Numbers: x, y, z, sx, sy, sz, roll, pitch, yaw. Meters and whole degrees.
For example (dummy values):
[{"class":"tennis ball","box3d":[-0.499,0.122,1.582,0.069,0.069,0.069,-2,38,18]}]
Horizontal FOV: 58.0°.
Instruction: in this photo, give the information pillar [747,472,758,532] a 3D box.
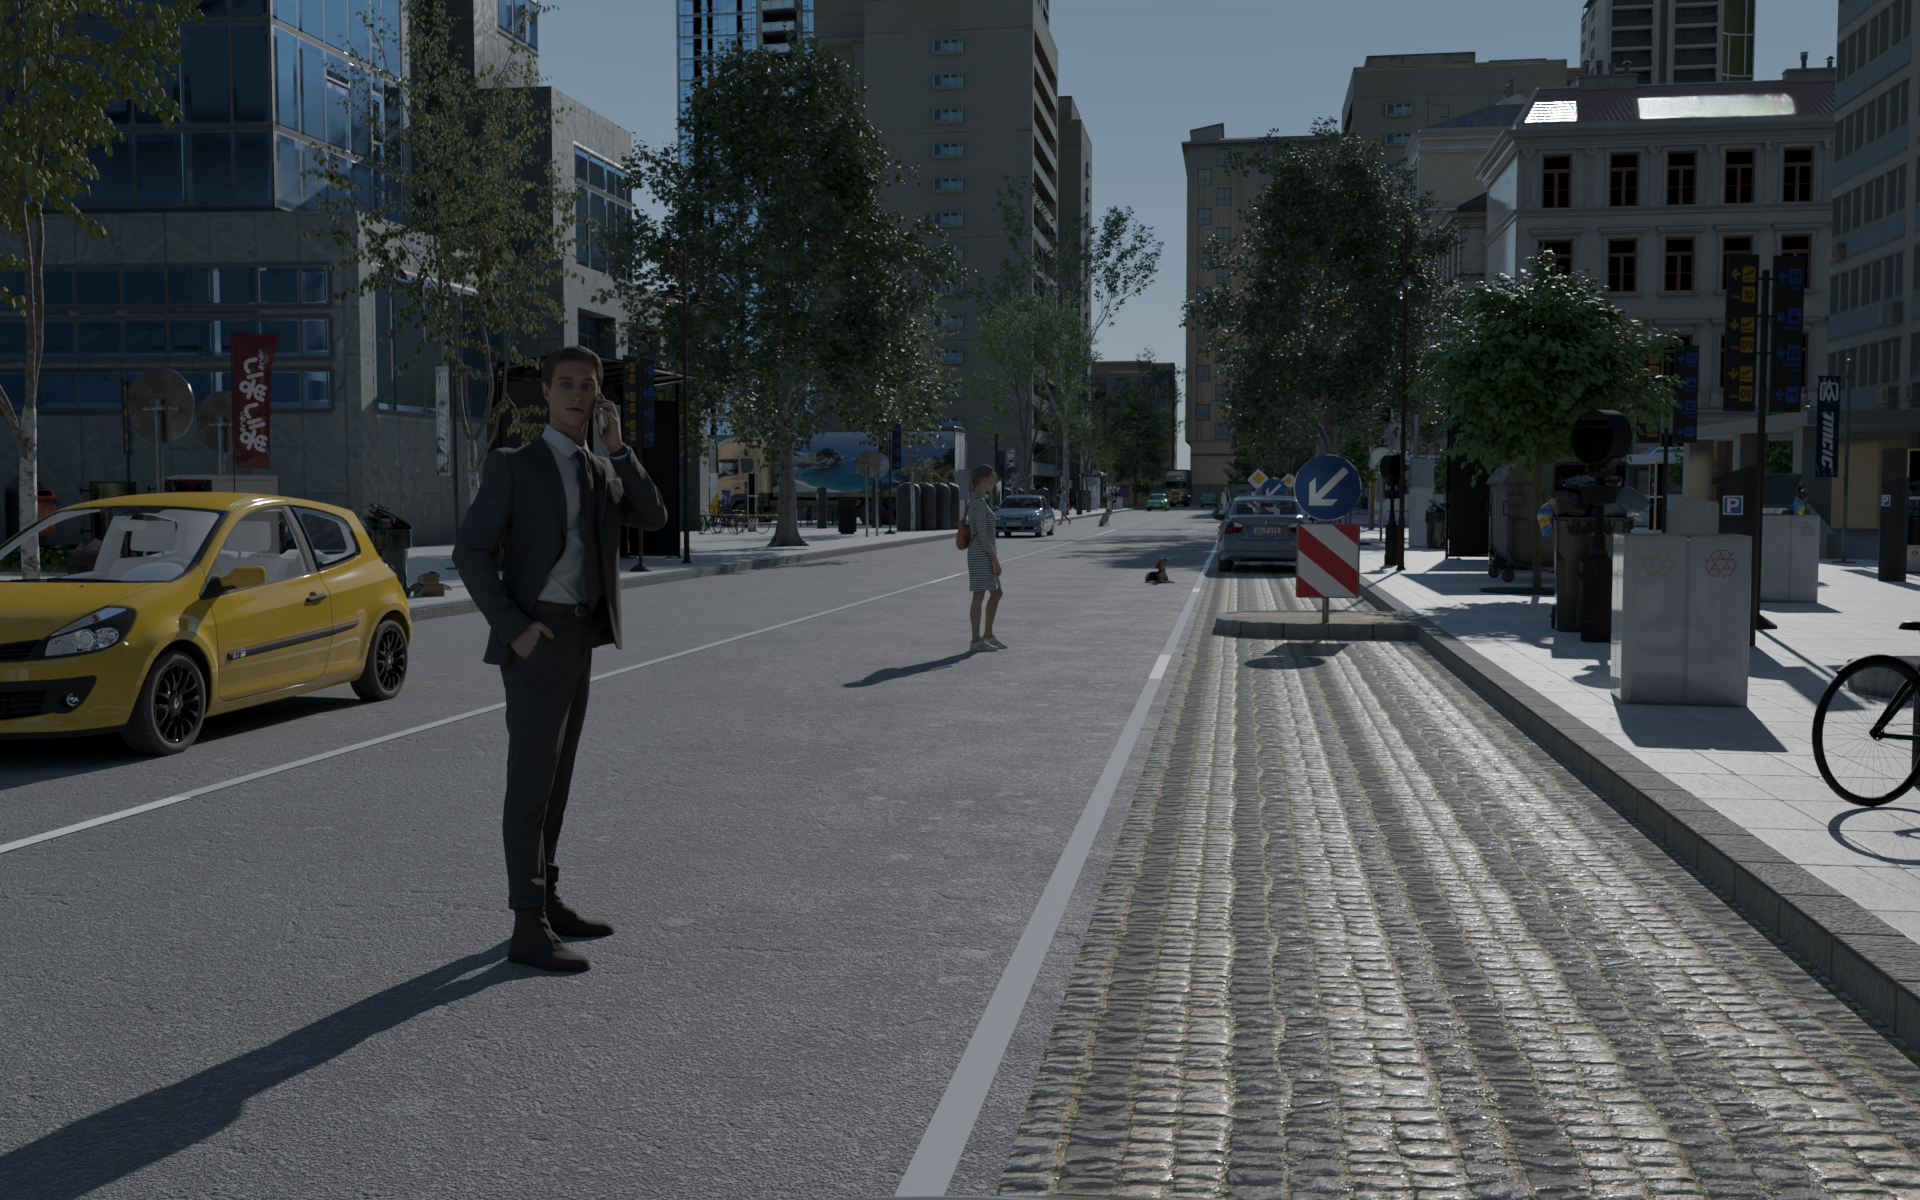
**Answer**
[{"class":"information pillar","box3d":[-7.055,-3.329,58.920,0.304,2.012,0.304,0,4,4]}]

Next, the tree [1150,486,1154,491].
[{"class":"tree","box3d":[23.041,-13.448,214.478,1.663,3.219,1.824,0,3,0]}]

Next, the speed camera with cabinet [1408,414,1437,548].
[{"class":"speed camera with cabinet","box3d":[11.282,-2.930,42.234,0.660,3.252,2.038,1,4,16]}]

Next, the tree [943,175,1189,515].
[{"class":"tree","box3d":[4.988,-15.218,104.701,12.611,20.169,13.585,0,3,0]}]

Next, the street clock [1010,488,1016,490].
[{"class":"street clock","box3d":[3.811,-7.341,124.602,0.358,2.002,0.471,3,4,36]}]

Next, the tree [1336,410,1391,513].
[{"class":"tree","box3d":[26.412,-10.056,114.770,4.737,8.622,4.395,0,3,0]}]

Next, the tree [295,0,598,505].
[{"class":"tree","box3d":[-6.835,-4.501,23.955,4.360,8.622,3.978,0,3,0]}]

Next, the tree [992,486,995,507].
[{"class":"tree","box3d":[2.776,-8.909,140.270,1.663,3.219,1.824,0,3,0]}]

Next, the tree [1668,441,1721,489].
[{"class":"tree","box3d":[22.812,-3.624,53.857,1.663,3.219,1.824,0,3,0]}]

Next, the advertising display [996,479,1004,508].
[{"class":"advertising display","box3d":[1.760,-4.350,76.341,0.123,1.923,0.974,-1,4,-13]}]

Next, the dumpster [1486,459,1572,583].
[{"class":"dumpster","box3d":[8.553,-1.216,25.636,1.264,1.857,1.865,1,4,9]}]

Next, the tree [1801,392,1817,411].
[{"class":"tree","box3d":[26.428,-4.353,54.879,4.285,4.588,4.351,0,3,0]}]

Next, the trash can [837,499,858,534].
[{"class":"trash can","box3d":[-3.612,-2.684,55.541,0.748,1.137,0.748,0,3,0]}]

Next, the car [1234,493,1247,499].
[{"class":"car","box3d":[27.437,-9.677,167.022,1.959,1.807,4.718,1,4,9]}]

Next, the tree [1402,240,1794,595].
[{"class":"tree","box3d":[7.514,-2.381,22.639,4.285,4.588,4.351,0,3,0]}]

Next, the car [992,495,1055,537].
[{"class":"car","box3d":[2.161,-2.862,58.802,2.014,1.417,4.499,1,4,11]}]

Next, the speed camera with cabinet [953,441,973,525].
[{"class":"speed camera with cabinet","box3d":[-0.028,-4.341,65.307,0.660,3.252,2.038,0,4,-5]}]

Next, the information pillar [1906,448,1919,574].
[{"class":"information pillar","box3d":[15.436,-1.435,27.946,0.304,2.012,0.304,2,4,32]}]

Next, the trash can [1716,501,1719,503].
[{"class":"trash can","box3d":[15.859,-1.455,35.436,0.748,1.137,0.748,0,3,0]}]

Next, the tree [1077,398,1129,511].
[{"class":"tree","box3d":[10.527,-11.094,131.741,4.737,8.622,4.395,0,3,0]}]

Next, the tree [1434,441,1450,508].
[{"class":"tree","box3d":[17.351,-4.120,61.969,1.663,3.219,1.824,0,3,0]}]

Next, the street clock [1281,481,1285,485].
[{"class":"street clock","box3d":[17.599,-5.510,94.660,0.358,2.002,0.471,1,4,21]}]

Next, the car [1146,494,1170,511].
[{"class":"car","box3d":[16.647,-8.362,145.509,1.959,1.807,4.718,1,4,10]}]

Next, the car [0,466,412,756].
[{"class":"car","box3d":[-4.973,-0.035,10.790,2.015,1.641,3.980,0,4,8]}]

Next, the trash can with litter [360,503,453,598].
[{"class":"trash can with litter","box3d":[-6.946,-0.626,21.625,1.055,1.170,0.624,-3,5,-43]}]

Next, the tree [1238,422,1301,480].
[{"class":"tree","box3d":[28.657,-14.597,156.792,7.486,12.596,7.792,0,3,0]}]

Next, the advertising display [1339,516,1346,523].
[{"class":"advertising display","box3d":[14.235,-3.680,65.374,0.123,1.923,0.974,-3,4,-36]}]

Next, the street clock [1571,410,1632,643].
[{"class":"street clock","box3d":[5.524,-0.636,14.967,0.358,2.002,0.471,-2,4,-28]}]

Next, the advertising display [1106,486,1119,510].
[{"class":"advertising display","box3d":[12.052,-8.124,138.038,0.974,1.923,0.123,3,5,41]}]

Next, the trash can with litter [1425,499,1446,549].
[{"class":"trash can with litter","box3d":[11.371,-1.773,40.373,1.055,1.170,0.624,1,4,18]}]

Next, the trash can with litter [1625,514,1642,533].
[{"class":"trash can with litter","box3d":[12.169,-1.284,32.374,1.055,1.170,0.624,-2,4,-32]}]

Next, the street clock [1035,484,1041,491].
[{"class":"street clock","box3d":[5.709,-7.488,127.002,0.471,2.002,0.358,0,4,-5]}]

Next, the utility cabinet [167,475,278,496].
[{"class":"utility cabinet","box3d":[-8.557,-0.701,20.145,0.318,1.500,1.173,3,5,41]}]

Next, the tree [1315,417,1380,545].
[{"class":"tree","box3d":[10.044,-3.019,43.961,1.663,3.219,1.824,0,3,0]}]

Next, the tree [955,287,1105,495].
[{"class":"tree","box3d":[3.436,-9.906,87.720,9.928,11.665,9.643,0,3,0]}]

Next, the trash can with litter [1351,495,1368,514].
[{"class":"trash can with litter","box3d":[25.213,-6.050,109.974,2.233,1.210,1.678,1,4,23]}]

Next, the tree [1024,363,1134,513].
[{"class":"tree","box3d":[8.605,-11.338,119.788,7.601,10.594,8.767,2,4,30]}]

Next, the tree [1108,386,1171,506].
[{"class":"tree","box3d":[18.813,-16.178,182.640,7.486,12.596,7.792,0,3,0]}]

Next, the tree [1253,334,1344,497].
[{"class":"tree","box3d":[20.275,-10.988,105.414,9.928,11.665,9.643,0,3,0]}]

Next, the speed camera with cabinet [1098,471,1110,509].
[{"class":"speed camera with cabinet","box3d":[11.821,-9.351,147.217,2.038,3.252,0.660,1,4,13]}]

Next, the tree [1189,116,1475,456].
[{"class":"tree","box3d":[18.684,-14.012,84.993,12.611,20.169,13.585,0,3,0]}]

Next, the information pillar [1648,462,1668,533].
[{"class":"information pillar","box3d":[16.039,-2.160,39.812,0.304,2.012,0.304,0,4,-7]}]

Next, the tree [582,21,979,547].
[{"class":"tree","box3d":[-4.352,-7.680,42.570,9.611,12.733,9.660,0,3,0]}]

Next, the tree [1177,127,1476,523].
[{"class":"tree","box3d":[11.743,-8.422,54.701,9.611,12.733,9.660,0,3,0]}]

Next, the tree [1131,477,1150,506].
[{"class":"tree","box3d":[19.722,-12.043,191.509,1.663,3.219,1.824,0,3,0]}]

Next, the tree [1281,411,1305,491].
[{"class":"tree","box3d":[25.146,-11.054,131.088,4.737,8.622,4.395,0,3,0]}]

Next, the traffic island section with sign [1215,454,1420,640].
[{"class":"traffic island section with sign","box3d":[3.662,-0.571,17.967,1.989,1.847,2.006,1,4,9]}]

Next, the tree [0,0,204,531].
[{"class":"tree","box3d":[-8.243,-3.934,14.687,4.737,8.622,4.395,0,3,0]}]

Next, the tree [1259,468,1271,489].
[{"class":"tree","box3d":[33.679,-12.571,189.250,4.285,4.588,4.351,0,3,0]}]

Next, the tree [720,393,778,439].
[{"class":"tree","box3d":[-10.959,-8.649,91.769,4.737,8.622,4.395,0,3,0]}]

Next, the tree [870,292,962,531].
[{"class":"tree","box3d":[-1.768,-6.663,59.299,4.360,8.622,3.978,0,3,0]}]

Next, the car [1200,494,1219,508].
[{"class":"car","box3d":[26.254,-10.618,182.407,1.959,1.807,4.718,1,4,9]}]

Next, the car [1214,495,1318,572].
[{"class":"car","box3d":[5.825,-1.280,32.933,2.014,1.417,4.499,1,4,10]}]
